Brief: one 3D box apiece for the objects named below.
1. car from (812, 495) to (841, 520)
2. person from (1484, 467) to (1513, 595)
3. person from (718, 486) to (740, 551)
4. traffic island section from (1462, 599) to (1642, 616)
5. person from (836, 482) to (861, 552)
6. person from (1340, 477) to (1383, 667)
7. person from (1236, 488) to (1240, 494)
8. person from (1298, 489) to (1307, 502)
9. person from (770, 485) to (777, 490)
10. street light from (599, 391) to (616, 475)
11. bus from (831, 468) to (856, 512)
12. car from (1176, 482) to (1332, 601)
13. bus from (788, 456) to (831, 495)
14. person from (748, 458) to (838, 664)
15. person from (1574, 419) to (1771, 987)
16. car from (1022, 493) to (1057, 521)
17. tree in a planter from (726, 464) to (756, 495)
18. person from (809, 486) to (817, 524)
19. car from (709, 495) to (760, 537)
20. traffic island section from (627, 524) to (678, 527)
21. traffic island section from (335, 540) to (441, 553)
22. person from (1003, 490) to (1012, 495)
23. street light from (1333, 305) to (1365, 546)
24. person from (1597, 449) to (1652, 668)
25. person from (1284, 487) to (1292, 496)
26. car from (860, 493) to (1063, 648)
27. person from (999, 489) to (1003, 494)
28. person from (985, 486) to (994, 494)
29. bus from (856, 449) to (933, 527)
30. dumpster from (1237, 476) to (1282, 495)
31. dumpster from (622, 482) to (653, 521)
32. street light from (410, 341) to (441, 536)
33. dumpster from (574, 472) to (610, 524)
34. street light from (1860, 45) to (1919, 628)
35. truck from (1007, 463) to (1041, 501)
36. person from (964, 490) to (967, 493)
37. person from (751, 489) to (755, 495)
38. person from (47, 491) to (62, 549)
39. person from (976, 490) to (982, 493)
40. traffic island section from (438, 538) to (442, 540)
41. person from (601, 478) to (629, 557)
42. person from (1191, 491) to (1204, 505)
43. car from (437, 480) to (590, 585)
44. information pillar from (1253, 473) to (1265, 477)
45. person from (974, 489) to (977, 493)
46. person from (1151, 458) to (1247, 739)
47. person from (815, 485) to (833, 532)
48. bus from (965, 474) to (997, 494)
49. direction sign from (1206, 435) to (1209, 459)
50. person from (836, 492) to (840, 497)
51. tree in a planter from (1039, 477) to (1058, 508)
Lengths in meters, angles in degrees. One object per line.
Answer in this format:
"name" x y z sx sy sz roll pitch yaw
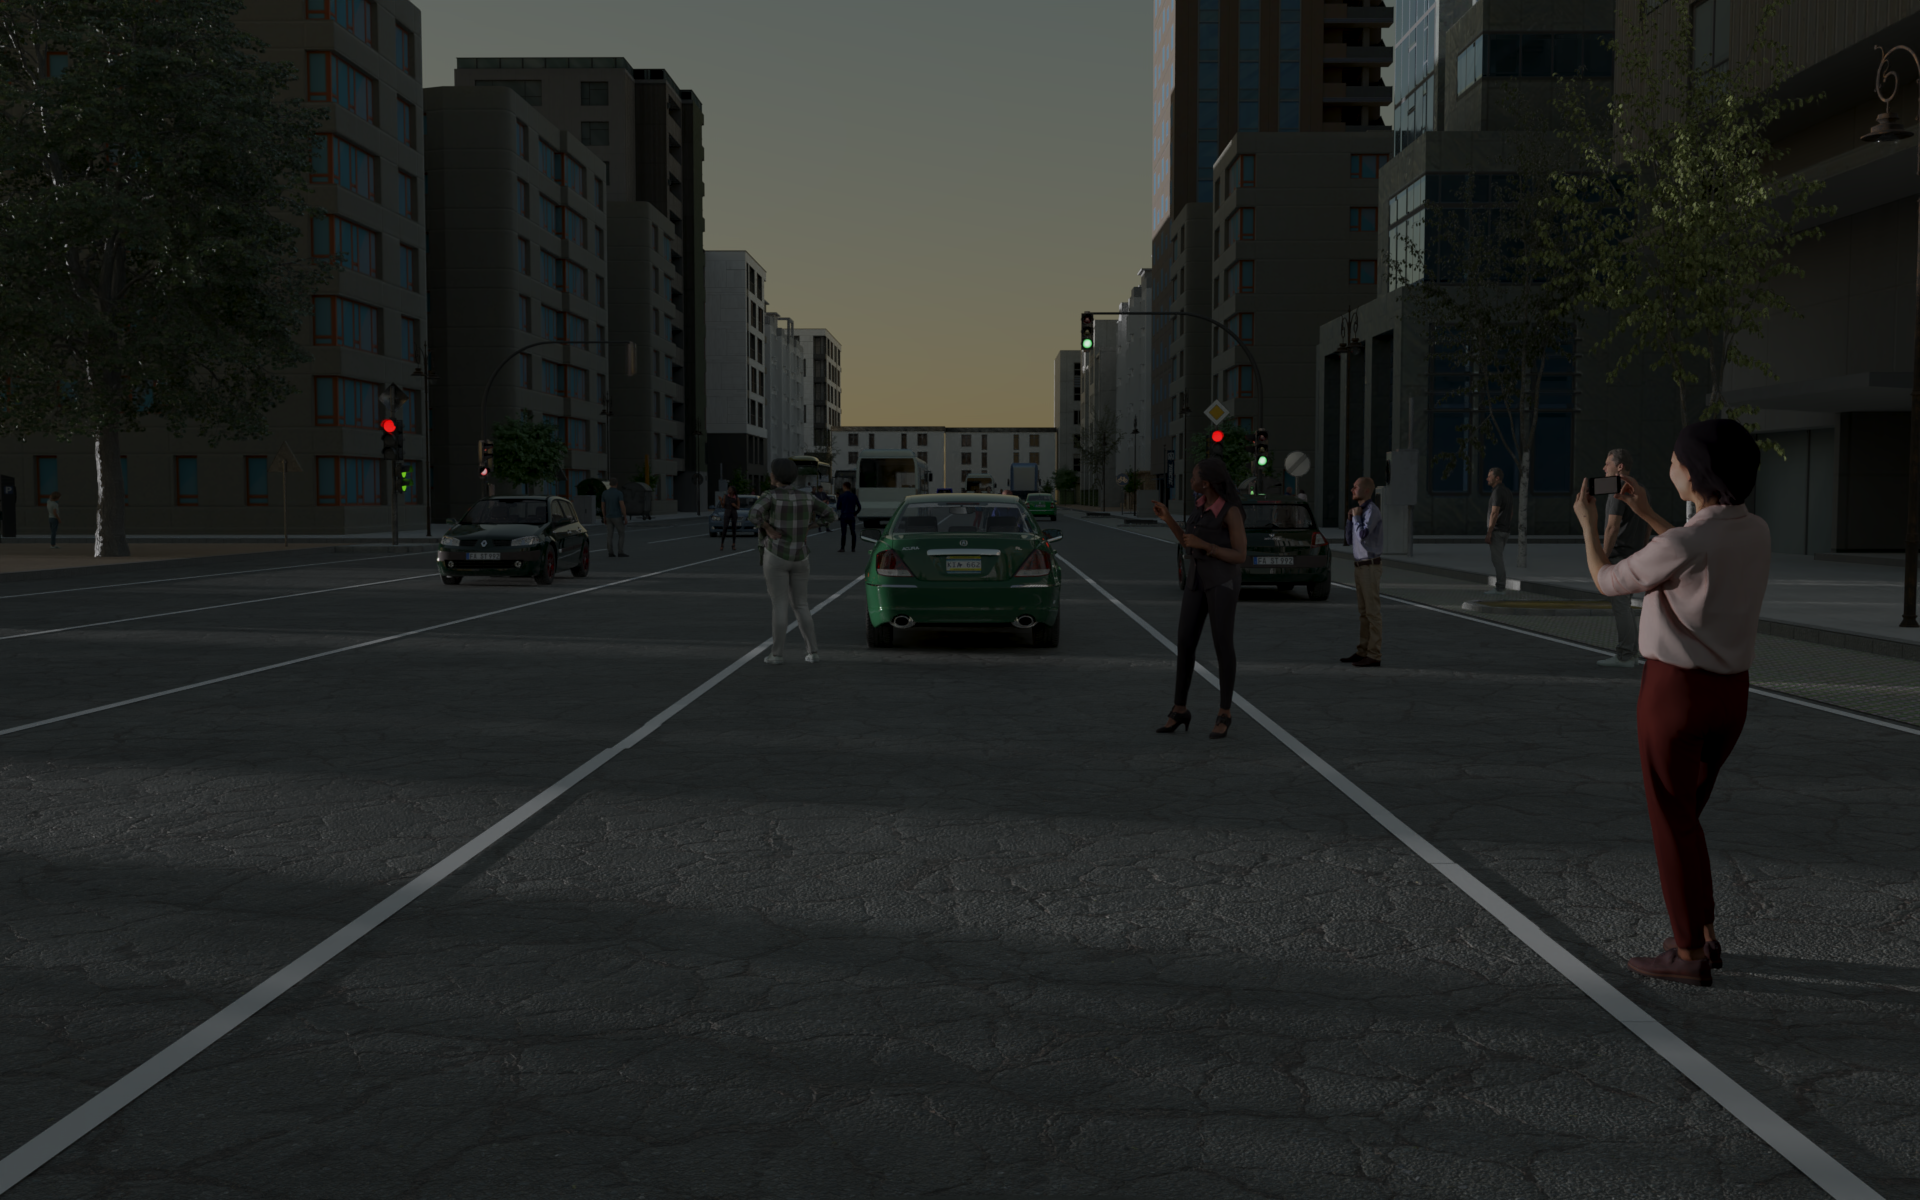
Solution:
"car" -7.316 -4.975 93.345 2.014 1.417 4.499 0 4 2
"person" 7.632 -0.979 24.642 0.598 1.807 0.434 -3 5 -42
"person" -5.864 -2.084 44.036 0.415 1.643 0.593 3 5 40
"traffic island section" 7.242 0.104 21.172 1.991 0.108 1.994 0 4 1
"person" -2.793 -2.061 42.896 0.576 1.737 0.504 -2 4 -33
"person" 3.379 -0.242 14.522 0.319 1.574 0.516 0 4 5
"person" 12.089 -4.174 75.107 0.655 1.722 0.431 -3 5 -41
"person" 10.678 -2.749 54.181 0.628 1.438 0.799 -1 4 -12
"person" -4.624 -2.080 43.239 0.841 1.734 0.376 1 4 9
"street light" -15.793 -6.419 77.732 0.468 5.910 1.993 0 4 1
"bus" -6.569 -7.414 116.077 2.948 3.499 13.247 0 4 2
"car" 4.124 -0.911 24.674 2.009 1.686 4.222 0 4 1
"bus" -10.214 -7.545 114.909 2.896 3.916 12.252 0 4 0
"person" -1.453 -0.332 14.646 0.841 1.734 0.376 -2 4 -30
"person" 2.109 0.293 5.169 0.517 1.644 0.566 1 4 13
"car" 4.265 -5.151 93.007 1.959 1.807 4.718 0 4 2
"tree in a planter" -13.210 -6.515 103.737 1.991 3.239 1.994 0 4 1
"person" -6.801 -4.381 80.251 0.598 1.807 0.434 -1 4 -21
"car" -7.513 -2.890 59.255 2.014 1.417 4.499 0 4 -1
"traffic island section" -13.529 -3.284 76.556 1.991 0.108 1.994 0 4 1
"traffic island section" -14.257 -1.309 43.683 2.009 0.180 2.903 0 4 1
"person" 0.612 -0.857 25.208 0.574 1.496 0.600 1 4 12
"street light" 9.527 -4.266 42.529 0.468 5.910 1.993 0 4 1
"person" 5.505 -0.355 14.436 0.598 1.807 0.434 -2 4 -31
"person" 9.832 -2.617 51.522 0.600 1.496 0.574 0 4 1
"car" 0.019 -0.354 17.581 2.131 1.459 4.920 0 4 0
"person" 2.353 -5.469 98.737 0.655 1.722 0.431 1 4 11
"person" 1.108 -3.544 67.167 0.841 1.734 0.376 1 4 13
"bus" -2.876 -5.055 77.503 2.948 3.499 13.247 0 4 1
"dumpster" 9.805 -3.105 56.517 1.264 1.857 1.865 0 4 1
"dumpster" -15.772 -4.812 84.431 1.264 1.857 1.865 0 4 1
"street light" -16.114 -4.868 52.372 0.468 5.910 1.993 0 4 1
"dumpster" -15.934 -4.480 75.749 1.502 2.255 1.985 0 4 1
"street light" 9.160 -2.676 16.533 0.468 5.910 1.993 0 4 1
"truck" 5.311 -9.443 144.157 2.967 4.110 18.799 0 4 2
"person" 0.417 -7.991 139.598 0.683 1.767 0.568 3 5 40
"person" -17.254 -8.368 143.580 0.721 1.743 1.217 1 4 13
"person" -21.269 -1.880 40.695 0.435 1.345 0.340 2 4 25
"person" 0.755 -3.636 69.661 0.593 1.614 0.444 -1 4 -11
"traffic island section" -14.161 -1.797 51.667 2.009 0.180 2.903 0 4 1
"person" -7.845 -1.885 39.454 0.598 1.807 0.434 2 4 28
"person" 10.102 -4.150 73.763 0.709 1.838 0.599 3 5 40
"car" -7.311 -1.150 28.586 2.009 1.686 4.222 0 3 0
"information pillar" 10.249 -3.362 59.460 0.304 2.012 0.304 -1 4 -21
"person" 1.243 -7.823 136.507 0.705 1.812 1.348 -3 4 -39
"person" 1.400 -0.015 10.223 0.593 1.643 0.415 1 4 17
"person" -5.135 -3.455 65.438 0.683 1.767 0.568 -3 4 -38
"bus" 1.931 -10.260 162.611 2.948 3.499 13.247 0 4 2
"direction sign" 9.613 -4.529 66.046 0.379 3.537 0.876 -2 4 -24
"person" -7.054 -5.378 98.795 0.453 1.535 0.546 1 4 22
"tree in a planter" 9.138 -11.205 180.431 1.991 3.239 1.994 0 4 1
